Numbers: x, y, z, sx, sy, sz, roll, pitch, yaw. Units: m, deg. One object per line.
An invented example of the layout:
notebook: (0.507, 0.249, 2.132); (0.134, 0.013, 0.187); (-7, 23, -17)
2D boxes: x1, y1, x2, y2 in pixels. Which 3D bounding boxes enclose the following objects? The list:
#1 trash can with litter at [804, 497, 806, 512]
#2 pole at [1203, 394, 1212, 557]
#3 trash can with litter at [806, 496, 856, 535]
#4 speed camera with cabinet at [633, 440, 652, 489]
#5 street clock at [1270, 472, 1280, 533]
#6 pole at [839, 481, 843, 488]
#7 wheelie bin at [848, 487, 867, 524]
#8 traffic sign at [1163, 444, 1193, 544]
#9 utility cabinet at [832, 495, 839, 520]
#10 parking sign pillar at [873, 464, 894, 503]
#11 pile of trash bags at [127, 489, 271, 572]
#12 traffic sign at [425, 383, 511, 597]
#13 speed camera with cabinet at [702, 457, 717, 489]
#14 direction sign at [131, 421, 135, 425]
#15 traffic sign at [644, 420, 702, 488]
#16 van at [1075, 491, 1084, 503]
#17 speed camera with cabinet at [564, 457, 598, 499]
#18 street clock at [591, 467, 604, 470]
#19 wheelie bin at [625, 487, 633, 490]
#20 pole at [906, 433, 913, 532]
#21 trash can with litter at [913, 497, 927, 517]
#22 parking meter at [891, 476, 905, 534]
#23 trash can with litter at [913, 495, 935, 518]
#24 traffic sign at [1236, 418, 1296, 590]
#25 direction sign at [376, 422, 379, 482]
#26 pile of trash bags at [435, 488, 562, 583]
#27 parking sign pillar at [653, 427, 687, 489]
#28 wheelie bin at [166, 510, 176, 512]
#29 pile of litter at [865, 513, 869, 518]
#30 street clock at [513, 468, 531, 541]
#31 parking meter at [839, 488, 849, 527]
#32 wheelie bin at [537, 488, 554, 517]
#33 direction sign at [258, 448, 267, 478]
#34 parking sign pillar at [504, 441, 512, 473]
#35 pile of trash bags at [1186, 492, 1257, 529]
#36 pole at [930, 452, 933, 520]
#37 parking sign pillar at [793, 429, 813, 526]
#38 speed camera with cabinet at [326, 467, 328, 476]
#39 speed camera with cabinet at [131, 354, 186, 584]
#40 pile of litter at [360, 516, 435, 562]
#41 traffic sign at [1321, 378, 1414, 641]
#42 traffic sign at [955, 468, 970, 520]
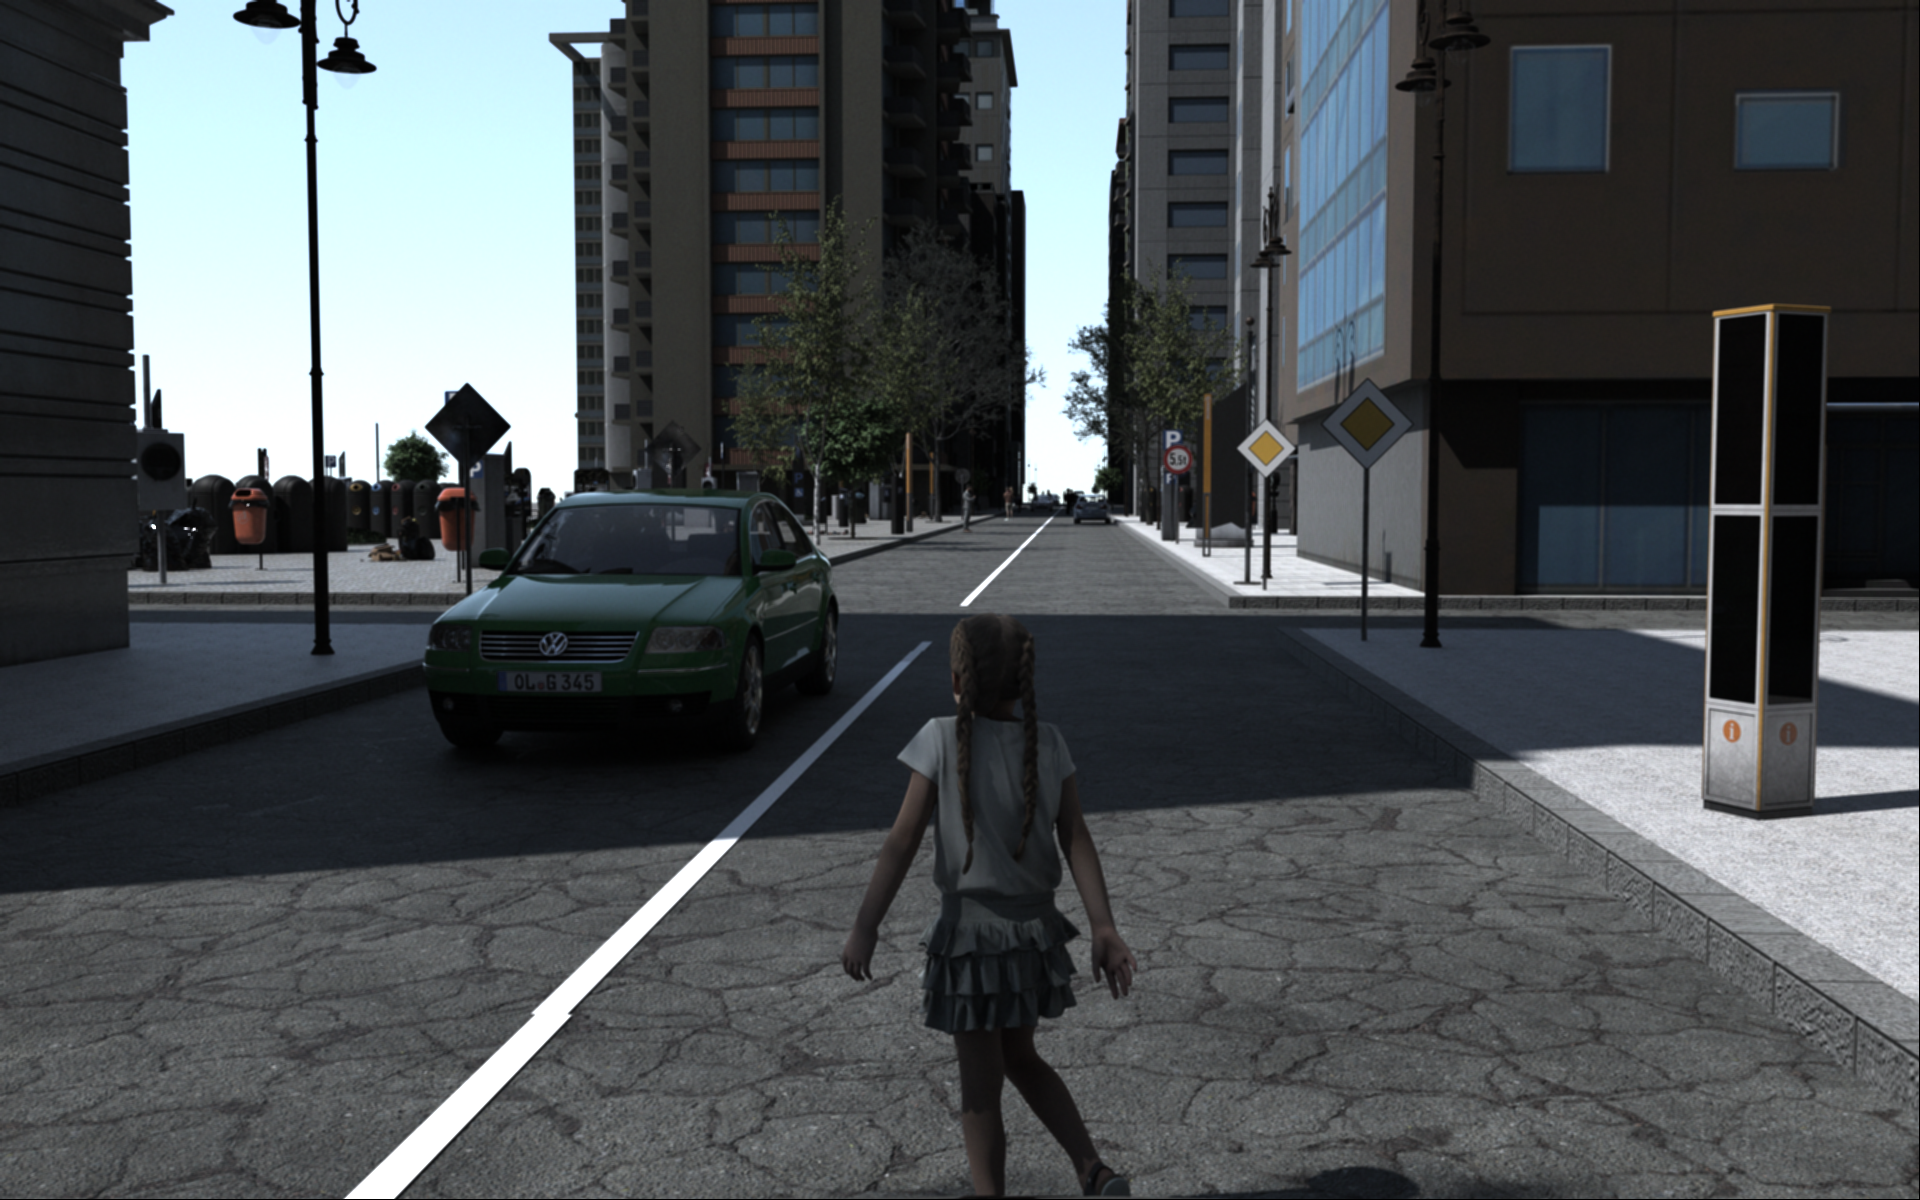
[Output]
trash can with litter: (-8.759, -5.025, 93.548); (0.624, 1.170, 1.055); (-3, 4, -37)
pole: (5.056, -2.542, 35.403); (0.158, 3.312, 0.155); (0, 3, 0)
trash can with litter: (-4.054, -2.676, 54.803); (2.233, 1.210, 1.678); (-3, 5, -43)
speed camera with cabinet: (-11.775, -4.225, 63.420); (0.660, 3.252, 2.038); (-1, 4, -21)
street clock: (10.253, -3.178, 56.531); (0.358, 2.002, 0.471); (-1, 4, -11)
pole: (-4.859, -4.712, 70.885); (0.158, 3.312, 0.155); (0, 3, 0)
wheelie bin: (-4.437, -4.088, 74.749); (0.693, 1.594, 0.980); (-3, 5, -41)
traffic sign: (5.590, -2.713, 44.467); (0.768, 2.556, 0.104); (0, 4, 5)
utility cabinet: (-6.052, -4.640, 87.025); (0.306, 1.237, 1.020); (2, 4, 28)
parking sign pillar: (-3.846, -6.027, 87.014); (1.447, 3.967, 1.447); (3, 4, 36)
pile of trash bags: (-13.244, -1.201, 29.386); (3.447, 1.369, 1.912); (1, 4, 14)
traffic sign: (-4.442, -0.734, 15.647); (0.795, 2.450, 0.064); (0, 4, 4)
speed camera with cabinet: (-14.031, -6.001, 92.446); (2.038, 3.252, 0.660); (1, 4, 11)
direction sign: (-24.034, -3.552, 50.068); (0.379, 3.537, 0.876); (0, 3, 0)
traffic sign: (-3.910, -1.221, 23.614); (0.795, 2.450, 0.064); (0, 4, 4)
van: (16.162, -13.962, 235.283); (2.013, 2.044, 4.112); (0, 4, 3)
speed camera with cabinet: (-20.305, -6.060, 93.418); (2.038, 3.252, 0.660); (0, 4, 8)
street clock: (-9.826, -2.596, 47.017); (0.358, 2.002, 0.471); (1, 4, 17)
wheelie bin: (-14.244, -4.133, 75.479); (0.980, 1.594, 0.693); (-1, 4, -21)
pole: (-1.697, -3.933, 58.143); (0.158, 3.312, 0.155); (0, 3, 0)
trash can with litter: (-2.267, -5.160, 95.754); (1.055, 1.170, 0.624); (0, 4, 0)
parking meter: (-1.976, -3.027, 55.202); (0.399, 1.863, 0.255); (-3, 5, -42)
trash can with litter: (-1.851, -4.922, 91.526); (2.233, 1.210, 1.678); (-2, 4, -25)
traffic sign: (4.065, -1.188, 23.063); (0.795, 2.450, 0.064); (0, 4, 4)
direction sign: (-18.545, -3.865, 55.194); (0.379, 3.537, 0.876); (-1, 4, -16)
pile of trash bags: (-6.001, -0.979, 25.755); (3.447, 1.369, 1.912); (-1, 4, -17)
parking sign pillar: (-11.731, -4.984, 69.954); (1.447, 3.967, 1.447); (1, 4, 14)
wheelie bin: (-22.233, -2.487, 48.566); (0.693, 1.594, 0.980); (0, 4, -3)
pile of litter: (-5.459, -4.865, 93.500); (1.719, 0.858, 1.176); (-2, 4, -35)
street clock: (-12.089, -2.648, 47.863); (0.358, 2.002, 0.471); (2, 4, 28)
parking meter: (-4.517, -3.602, 67.309); (0.372, 1.533, 0.369); (0, 3, 0)
wheelie bin: (-21.415, -4.998, 89.626); (0.693, 1.594, 0.980); (2, 4, 35)
direction sign: (-34.416, -5.720, 85.523); (0.379, 3.537, 0.876); (0, 4, 5)
parking sign pillar: (-22.981, -6.052, 87.414); (1.447, 3.967, 1.447); (0, 4, 1)
pile of trash bags: (9.913, -3.339, 64.338); (1.912, 1.369, 3.447); (-2, 4, -26)
pole: (-1.389, -5.571, 84.932); (0.158, 3.312, 0.155); (0, 3, 0)
parking sign pillar: (-6.476, -4.967, 69.683); (1.447, 3.967, 1.447); (0, 4, -5)
speed camera with cabinet: (-34.245, -5.954, 91.686); (2.038, 3.252, 0.660); (1, 4, 11)
speed camera with cabinet: (-11.888, -1.816, 24.028); (0.660, 3.252, 2.038); (3, 5, 44)
pile of litter: (-10.901, -1.197, 33.532); (1.176, 0.858, 1.719); (3, 4, 38)
traffic sign: (3.533, -0.701, 15.096); (0.795, 2.450, 0.064); (0, 4, 4)
traffic sign: (0.126, -5.232, 85.648); (0.768, 2.556, 0.104); (0, 4, 5)
